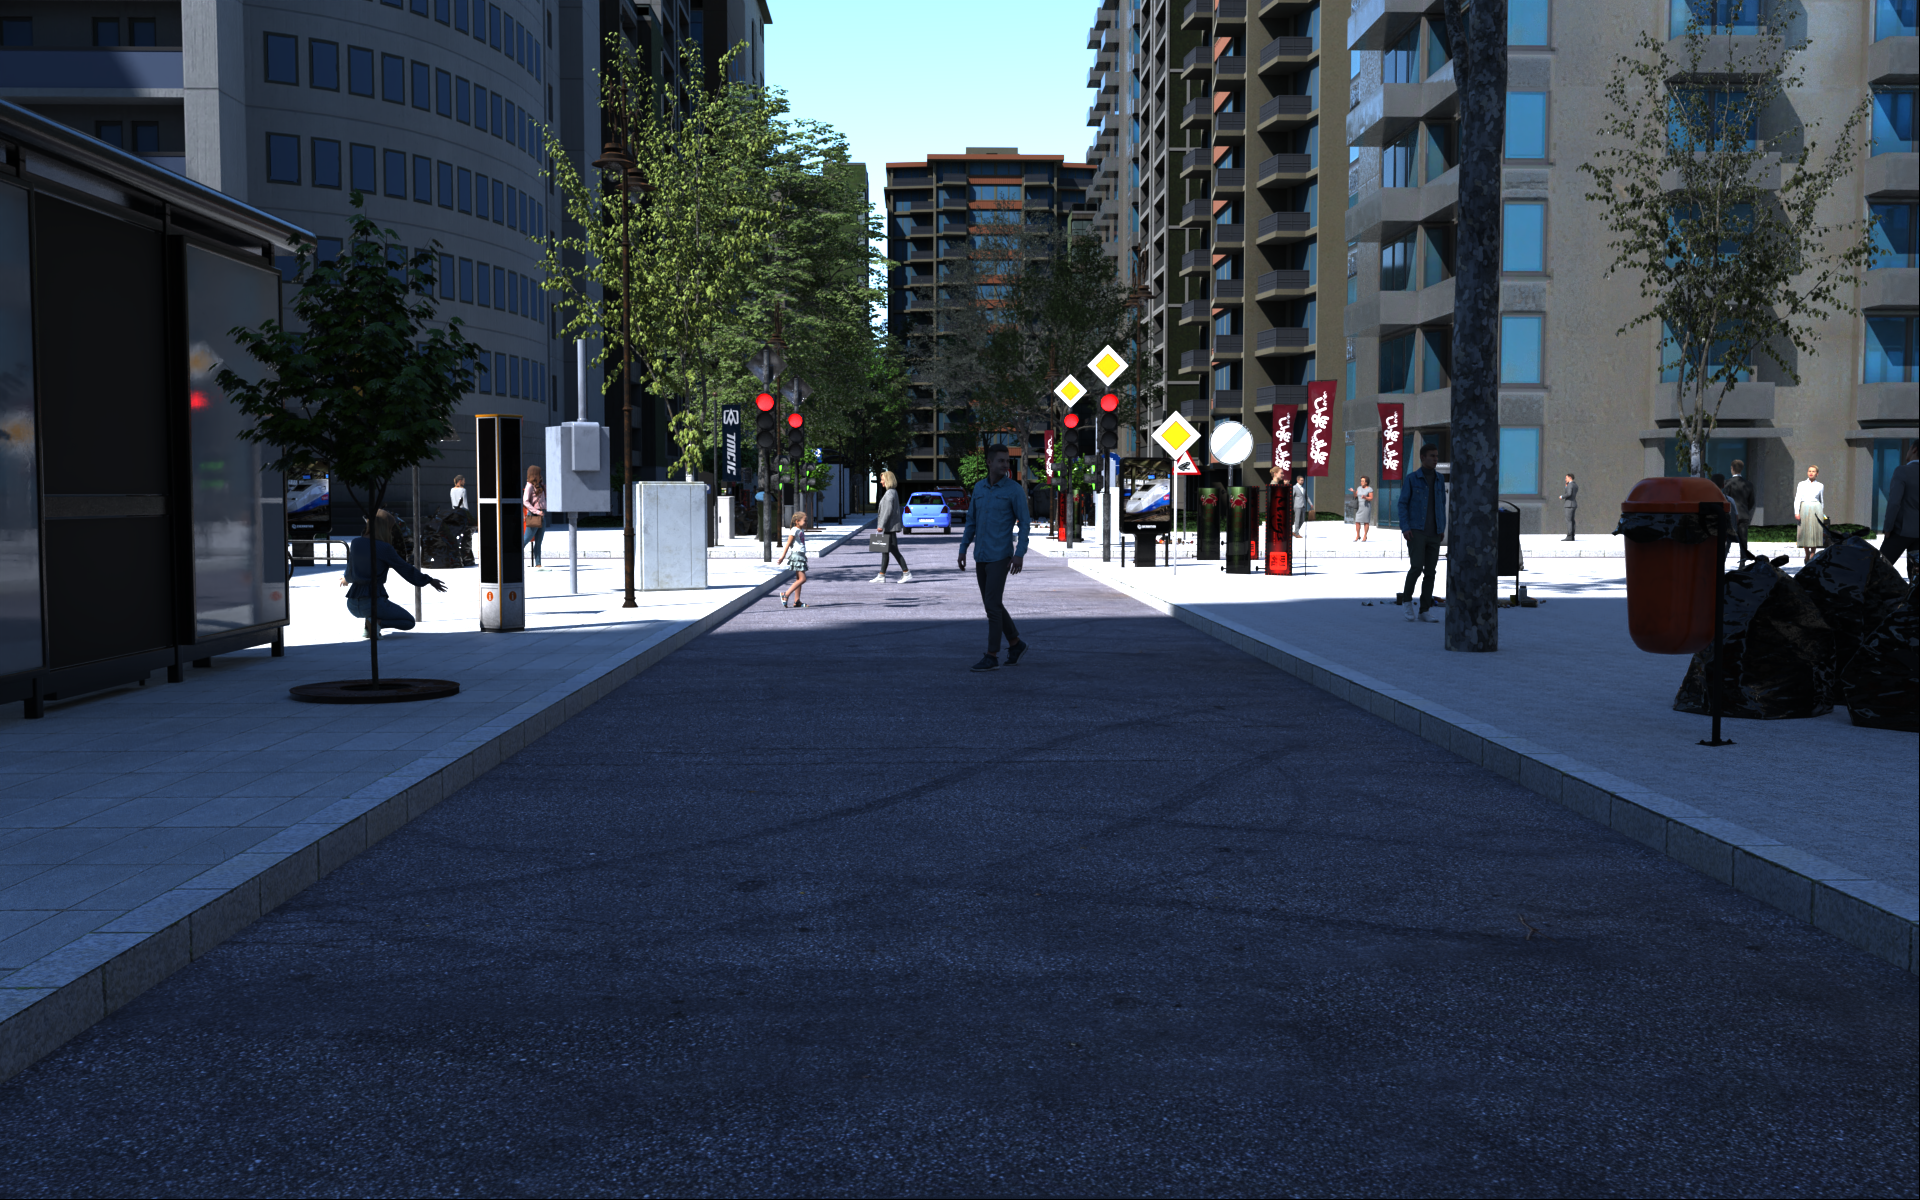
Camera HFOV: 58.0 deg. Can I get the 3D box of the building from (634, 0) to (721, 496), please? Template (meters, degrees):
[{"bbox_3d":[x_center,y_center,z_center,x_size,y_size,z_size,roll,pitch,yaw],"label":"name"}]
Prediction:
[{"bbox_3d":[-27.928,-41.942,124.009,20.563,71.187,20.611,0,4,-1],"label":"building"}]

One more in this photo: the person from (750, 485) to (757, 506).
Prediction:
[{"bbox_3d":[-12.355,-6.007,104.344,0.616,1.811,0.778,2,4,34],"label":"person"}]

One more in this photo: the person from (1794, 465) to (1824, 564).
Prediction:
[{"bbox_3d":[15.294,-1.523,31.167,0.478,1.798,0.641,2,4,32],"label":"person"}]

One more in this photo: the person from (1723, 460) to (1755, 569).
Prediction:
[{"bbox_3d":[12.836,-1.404,28.769,0.659,1.850,0.755,0,4,-2],"label":"person"}]

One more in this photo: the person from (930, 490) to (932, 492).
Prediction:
[{"bbox_3d":[-2.132,-7.271,128.090,1.217,1.736,0.721,0,4,-8],"label":"person"}]

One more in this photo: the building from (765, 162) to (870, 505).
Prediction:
[{"bbox_3d":[-18.360,-32.571,216.131,14.086,41.232,14.154,0,4,-1],"label":"building"}]

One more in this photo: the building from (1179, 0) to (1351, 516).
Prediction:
[{"bbox_3d":[24.780,-27.326,101.397,22.147,44.769,28.867,0,4,-1],"label":"building"}]

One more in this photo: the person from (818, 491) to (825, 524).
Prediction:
[{"bbox_3d":[-6.012,-4.168,74.745,0.362,1.759,0.519,0,4,0],"label":"person"}]

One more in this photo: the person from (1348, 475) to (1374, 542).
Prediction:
[{"bbox_3d":[10.735,-2.458,46.586,0.532,1.782,0.716,-3,5,-44],"label":"person"}]

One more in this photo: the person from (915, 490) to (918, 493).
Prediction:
[{"bbox_3d":[-3.457,-7.972,139.673,1.217,1.723,0.721,2,4,29],"label":"person"}]

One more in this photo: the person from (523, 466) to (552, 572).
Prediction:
[{"bbox_3d":[-7.091,-1.342,28.571,0.643,1.750,0.593,0,4,4],"label":"person"}]

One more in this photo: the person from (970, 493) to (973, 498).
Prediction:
[{"bbox_3d":[1.298,-10.048,170.859,0.617,1.759,0.750,0,4,0],"label":"person"}]

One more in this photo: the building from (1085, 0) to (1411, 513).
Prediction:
[{"bbox_3d":[22.840,-32.534,151.539,23.786,49.044,30.456,0,4,-1],"label":"building"}]

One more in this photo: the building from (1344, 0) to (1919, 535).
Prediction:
[{"bbox_3d":[29.402,-27.119,63.002,30.456,49.044,23.786,0,4,-1],"label":"building"}]

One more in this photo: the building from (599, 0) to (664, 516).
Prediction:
[{"bbox_3d":[-24.561,-19.908,97.202,14.160,30.474,14.107,0,4,-1],"label":"building"}]

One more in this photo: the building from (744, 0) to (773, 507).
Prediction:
[{"bbox_3d":[-32.696,-35.238,165.376,27.495,52.752,28.713,0,4,-1],"label":"building"}]

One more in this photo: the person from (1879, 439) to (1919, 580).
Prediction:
[{"bbox_3d":[8.891,-0.617,16.316,0.592,1.802,0.473,0,4,-2],"label":"person"}]

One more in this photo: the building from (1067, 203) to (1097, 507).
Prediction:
[{"bbox_3d":[17.610,-24.619,174.225,14.160,30.474,14.107,0,4,-1],"label":"building"}]

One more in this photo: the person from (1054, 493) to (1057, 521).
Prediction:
[{"bbox_3d":[4.817,-4.676,82.522,0.620,1.820,0.660,-2,4,-24],"label":"person"}]

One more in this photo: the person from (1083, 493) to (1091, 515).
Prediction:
[{"bbox_3d":[7.493,-5.818,101.596,0.534,1.772,0.576,-3,4,-36],"label":"person"}]

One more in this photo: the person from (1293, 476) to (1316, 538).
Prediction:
[{"bbox_3d":[9.876,-2.697,50.258,0.709,1.813,0.853,-3,4,-36],"label":"person"}]

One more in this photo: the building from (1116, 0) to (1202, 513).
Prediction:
[{"bbox_3d":[22.305,-42.025,125.357,20.563,71.187,20.611,0,4,-1],"label":"building"}]

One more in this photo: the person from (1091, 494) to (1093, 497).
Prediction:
[{"bbox_3d":[9.584,-7.058,122.269,1.217,1.723,0.721,-2,4,-30],"label":"person"}]

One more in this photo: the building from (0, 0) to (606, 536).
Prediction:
[{"bbox_3d":[-26.309,-31.867,63.032,21.231,58.520,28.212,0,4,-1],"label":"building"}]

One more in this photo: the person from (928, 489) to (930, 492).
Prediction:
[{"bbox_3d":[-2.528,-8.146,141.762,0.705,1.814,1.350,-3,4,-39],"label":"person"}]

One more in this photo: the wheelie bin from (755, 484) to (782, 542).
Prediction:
[{"bbox_3d":[-5.157,-2.369,46.647,0.693,1.594,0.980,0,4,-3],"label":"wheelie bin"}]

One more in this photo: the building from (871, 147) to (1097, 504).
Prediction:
[{"bbox_3d":[3.244,-34.670,221.475,28.867,44.769,22.147,0,4,-1],"label":"building"}]

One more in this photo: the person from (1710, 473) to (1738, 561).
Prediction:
[{"bbox_3d":[8.378,-0.649,19.248,0.523,1.515,0.503,3,4,39],"label":"person"}]

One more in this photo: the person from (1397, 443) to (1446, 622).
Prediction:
[{"bbox_3d":[4.638,-0.672,17.370,0.601,1.785,0.444,-1,4,-13],"label":"person"}]

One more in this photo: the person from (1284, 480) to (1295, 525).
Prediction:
[{"bbox_3d":[9.845,-2.819,52.104,0.822,1.834,0.622,-3,4,-38],"label":"person"}]

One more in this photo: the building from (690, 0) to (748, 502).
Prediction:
[{"bbox_3d":[-25.173,-30.117,142.528,14.600,45.320,14.200,0,4,-1],"label":"building"}]

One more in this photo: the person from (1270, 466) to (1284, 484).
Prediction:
[{"bbox_3d":[5.481,-1.421,29.818,0.362,1.759,0.519,0,4,7],"label":"person"}]

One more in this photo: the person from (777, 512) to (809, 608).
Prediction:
[{"bbox_3d":[-2.091,-0.516,21.953,0.382,1.210,0.505,1,4,10],"label":"person"}]

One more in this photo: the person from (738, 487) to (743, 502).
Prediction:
[{"bbox_3d":[-15.217,-6.919,119.693,0.617,1.759,0.750,-3,5,-45],"label":"person"}]

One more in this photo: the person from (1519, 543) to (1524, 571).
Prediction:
[{"bbox_3d":[8.988,-1.416,29.409,0.699,1.804,1.509,0,4,-3],"label":"person"}]

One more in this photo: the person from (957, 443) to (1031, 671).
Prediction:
[{"bbox_3d":[0.353,-0.357,14.192,0.748,1.841,0.638,-3,4,-39],"label":"person"}]

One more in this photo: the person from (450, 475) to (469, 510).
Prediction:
[{"bbox_3d":[-11.754,-2.077,40.760,0.466,1.731,0.760,-1,4,-12],"label":"person"}]

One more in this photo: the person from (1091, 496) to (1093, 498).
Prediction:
[{"bbox_3d":[9.680,-7.215,124.711,0.721,1.736,1.217,-2,4,-25],"label":"person"}]

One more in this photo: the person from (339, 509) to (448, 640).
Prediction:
[{"bbox_3d":[-5.230,-0.242,15.500,1.012,1.151,0.738,1,4,22],"label":"person"}]

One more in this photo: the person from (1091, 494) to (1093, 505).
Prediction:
[{"bbox_3d":[9.736,-7.319,128.894,0.799,1.438,0.628,1,4,20],"label":"person"}]

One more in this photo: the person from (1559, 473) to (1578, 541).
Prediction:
[{"bbox_3d":[16.607,-2.537,47.329,0.447,1.846,0.655,3,4,36],"label":"person"}]
